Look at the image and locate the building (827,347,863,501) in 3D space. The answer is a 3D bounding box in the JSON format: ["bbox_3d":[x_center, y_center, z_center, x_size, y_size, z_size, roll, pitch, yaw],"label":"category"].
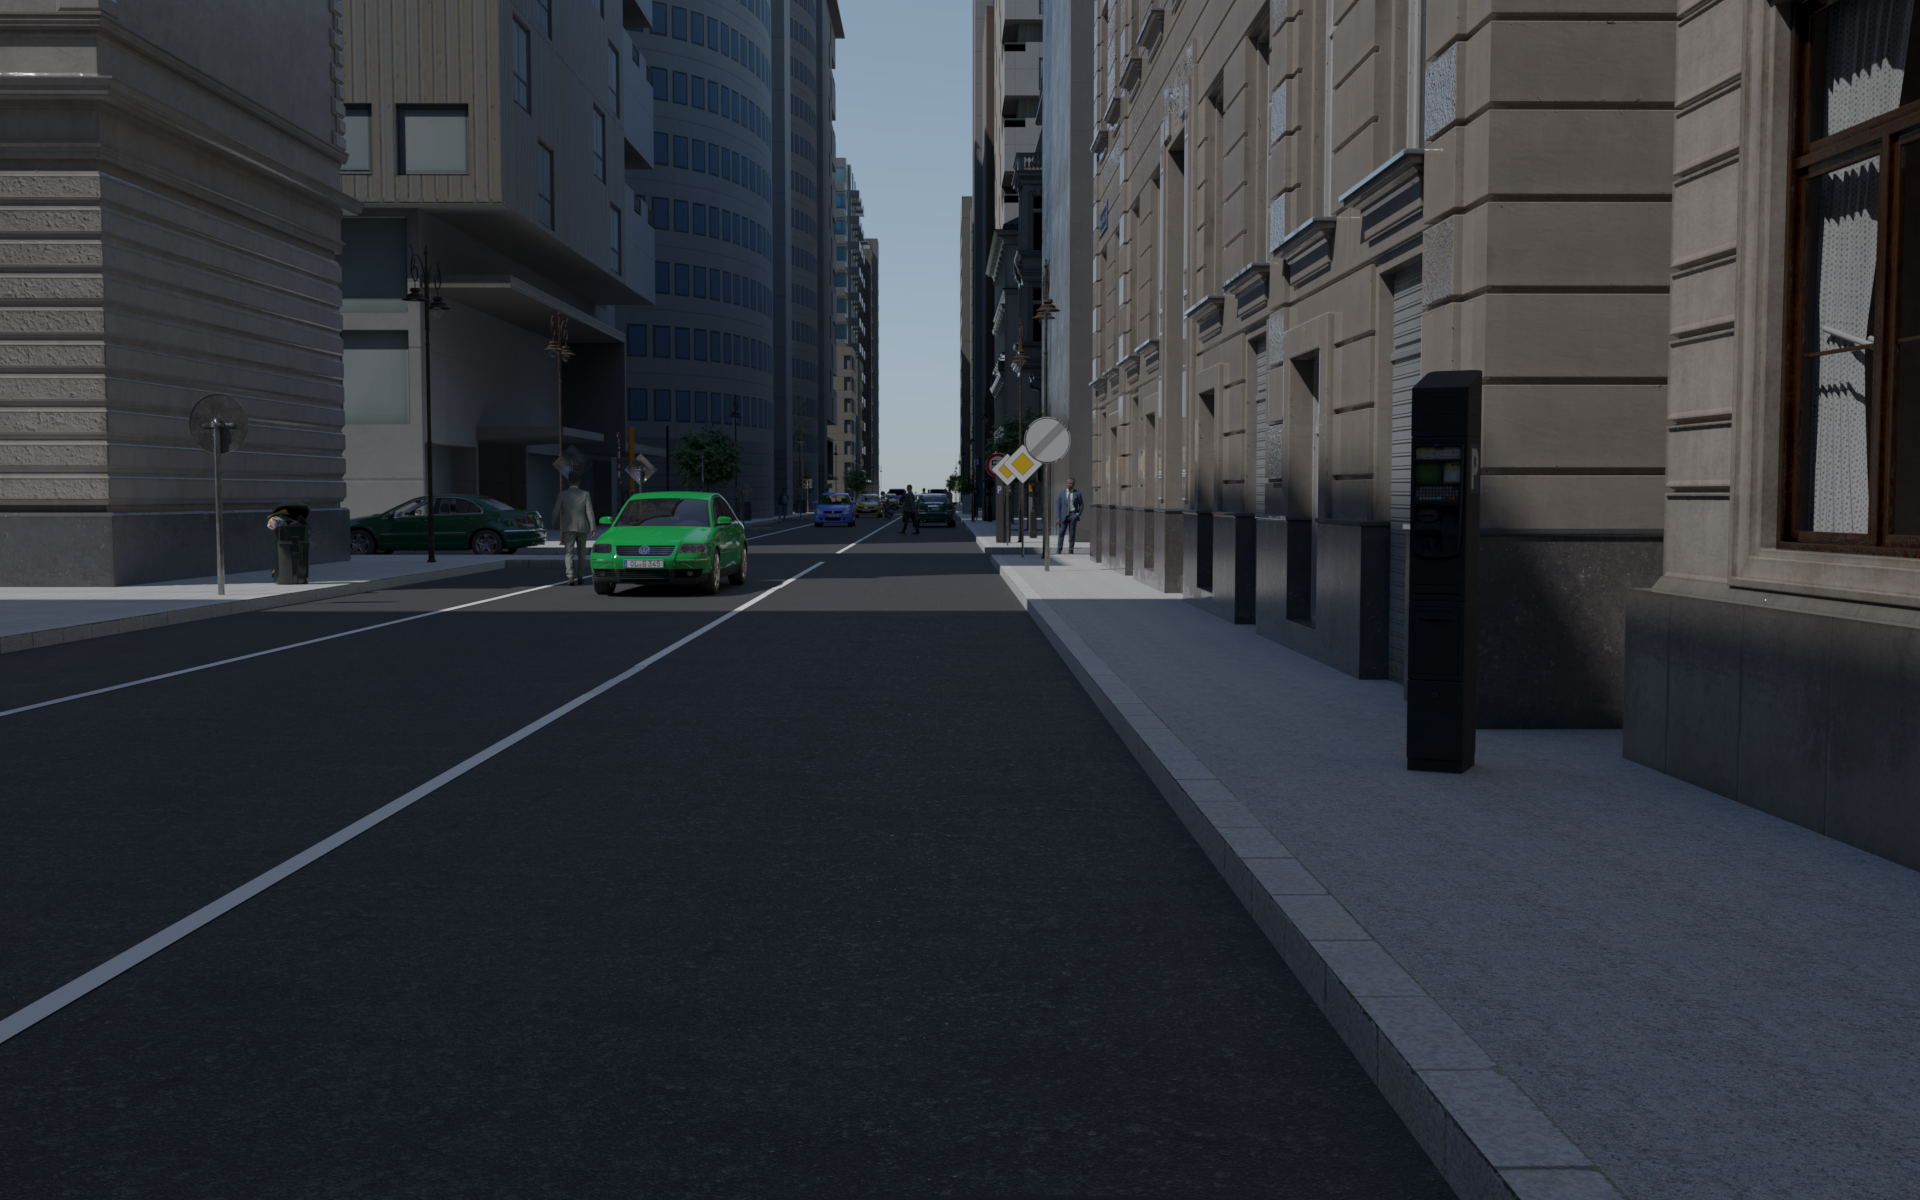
[{"bbox_3d":[-26.651,-22.804,217.882,27.650,21.520,28.899,0,4,-1],"label":"building"}]

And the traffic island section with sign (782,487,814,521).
[{"bbox_3d":[-8.490,-5.141,92.677,1.989,1.847,2.006,0,4,-1],"label":"traffic island section with sign"}]

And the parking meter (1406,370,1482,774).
[{"bbox_3d":[2.253,-0.143,8.057,0.255,1.863,0.399,2,4,27],"label":"parking meter"}]

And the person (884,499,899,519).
[{"bbox_3d":[-3.918,-5.128,97.836,1.012,1.151,0.738,-3,5,-43],"label":"person"}]

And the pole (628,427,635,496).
[{"bbox_3d":[-9.983,-3.597,52.657,0.158,3.312,0.155,0,3,0],"label":"pole"}]

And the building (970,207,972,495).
[{"bbox_3d":[8.498,-34.550,248.486,14.154,41.232,14.086,0,4,-1],"label":"building"}]

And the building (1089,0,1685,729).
[{"bbox_3d":[8.288,-13.669,20.755,12.463,27.353,25.104,0,4,-1],"label":"building"}]

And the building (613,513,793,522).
[{"bbox_3d":[-20.677,-33.596,91.297,21.231,58.520,28.212,0,4,-1],"label":"building"}]

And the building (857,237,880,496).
[{"bbox_3d":[-19.834,-35.817,269.209,14.154,41.232,14.086,0,4,-1],"label":"building"}]

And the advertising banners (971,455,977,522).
[{"bbox_3d":[0.632,-5.083,79.296,0.090,3.025,2.074,0,4,-5],"label":"advertising banners"}]

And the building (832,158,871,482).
[{"bbox_3d":[-25.008,-38.353,246.683,23.786,49.044,30.456,0,4,-1],"label":"building"}]

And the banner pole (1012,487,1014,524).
[{"bbox_3d":[2.025,-5.083,73.130,0.863,3.779,0.401,1,4,13],"label":"banner pole"}]

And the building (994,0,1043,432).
[{"bbox_3d":[16.491,-33.458,136.273,28.713,52.752,27.495,0,4,-1],"label":"building"}]

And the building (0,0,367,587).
[{"bbox_3d":[-20.930,-12.166,27.799,19.941,23.489,11.050,0,4,-1],"label":"building"}]

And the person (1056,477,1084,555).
[{"bbox_3d":[2.411,-1.837,38.715,0.721,1.800,0.419,0,4,1],"label":"person"}]

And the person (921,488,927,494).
[{"bbox_3d":[-1.929,-5.259,94.903,0.576,1.772,0.534,-2,4,-28],"label":"person"}]

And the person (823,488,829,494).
[{"bbox_3d":[-7.878,-5.740,102.440,0.391,1.810,0.635,-3,5,-41],"label":"person"}]

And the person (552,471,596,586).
[{"bbox_3d":[-6.073,-1.130,27.250,0.678,1.792,0.850,-1,4,-13],"label":"person"}]

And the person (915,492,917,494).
[{"bbox_3d":[-5.528,-12.810,218.647,1.217,1.736,0.721,-1,4,-20],"label":"person"}]

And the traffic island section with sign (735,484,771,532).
[{"bbox_3d":[-8.199,-3.492,65.724,1.989,1.847,2.006,0,4,-1],"label":"traffic island section with sign"}]

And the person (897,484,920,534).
[{"bbox_3d":[-1.849,-3.240,61.864,0.834,1.777,0.661,0,4,-7],"label":"person"}]

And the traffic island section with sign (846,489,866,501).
[{"bbox_3d":[-9.028,-8.199,142.681,1.989,1.847,2.006,0,4,-1],"label":"traffic island section with sign"}]

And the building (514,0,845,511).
[{"bbox_3d":[-26.469,-35.769,174.065,28.713,52.752,27.495,0,4,-1],"label":"building"}]

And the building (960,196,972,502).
[{"bbox_3d":[10.778,-39.310,266.426,21.300,48.544,21.600,0,4,-1],"label":"building"}]

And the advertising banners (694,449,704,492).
[{"bbox_3d":[-10.079,-4.329,66.960,0.090,3.025,2.074,0,4,2],"label":"advertising banners"}]

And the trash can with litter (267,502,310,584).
[{"bbox_3d":[-9.673,-0.820,24.791,0.624,1.170,1.055,-2,4,-33],"label":"trash can with litter"}]

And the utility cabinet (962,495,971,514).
[{"bbox_3d":[0.648,-6.170,112.038,1.020,1.237,0.306,0,4,1],"label":"utility cabinet"}]

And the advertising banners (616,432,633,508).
[{"bbox_3d":[-9.605,-3.265,49.577,0.090,3.025,2.074,0,4,1],"label":"advertising banners"}]

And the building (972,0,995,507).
[{"bbox_3d":[11.759,-38.923,178.387,21.231,58.520,28.212,0,4,-1],"label":"building"}]

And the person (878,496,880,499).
[{"bbox_3d":[-9.942,-12.078,209.161,0.799,1.438,0.628,2,4,29],"label":"person"}]

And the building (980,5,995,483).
[{"bbox_3d":[9.091,-31.039,157.593,14.600,45.320,14.200,0,4,-1],"label":"building"}]

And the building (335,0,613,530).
[{"bbox_3d":[-25.163,-28.526,55.636,28.713,52.752,27.495,0,4,-1],"label":"building"}]

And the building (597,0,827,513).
[{"bbox_3d":[-22.694,-36.924,145.703,21.231,58.520,28.212,0,4,-1],"label":"building"}]

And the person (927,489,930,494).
[{"bbox_3d":[-2.496,-7.984,139.017,1.348,1.826,0.705,3,5,40],"label":"person"}]

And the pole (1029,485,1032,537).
[{"bbox_3d":[2.138,-3.544,51.795,0.158,3.312,0.155,0,3,0],"label":"pole"}]

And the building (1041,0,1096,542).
[{"bbox_3d":[17.721,-14.166,50.683,30.058,24.678,14.314,0,4,-1],"label":"building"}]

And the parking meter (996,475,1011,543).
[{"bbox_3d":[1.143,-2.428,45.414,0.255,1.863,0.399,-2,4,-35],"label":"parking meter"}]

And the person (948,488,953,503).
[{"bbox_3d":[-0.565,-5.262,94.870,0.374,1.781,0.599,1,4,11],"label":"person"}]

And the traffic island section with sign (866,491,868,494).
[{"bbox_3d":[-9.337,-9.872,170.027,1.989,1.847,2.006,0,4,-1],"label":"traffic island section with sign"}]

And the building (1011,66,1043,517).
[{"bbox_3d":[9.708,-16.013,80.889,14.460,24.649,34.723,0,4,-1],"label":"building"}]

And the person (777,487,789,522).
[{"bbox_3d":[-9.014,-4.865,88.395,0.623,1.781,0.721,0,4,-4],"label":"person"}]

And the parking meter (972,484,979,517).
[{"bbox_3d":[0.869,-5.621,97.620,0.399,1.863,0.255,0,4,4],"label":"parking meter"}]

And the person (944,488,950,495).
[{"bbox_3d":[-0.771,-6.174,109.703,0.793,1.790,0.793,-3,5,-42],"label":"person"}]

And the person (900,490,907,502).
[{"bbox_3d":[-4.792,-8.665,150.733,0.990,1.755,0.434,-1,4,-23],"label":"person"}]

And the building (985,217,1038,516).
[{"bbox_3d":[7.072,-14.893,108.125,10.561,19.102,19.286,0,4,-1],"label":"building"}]
